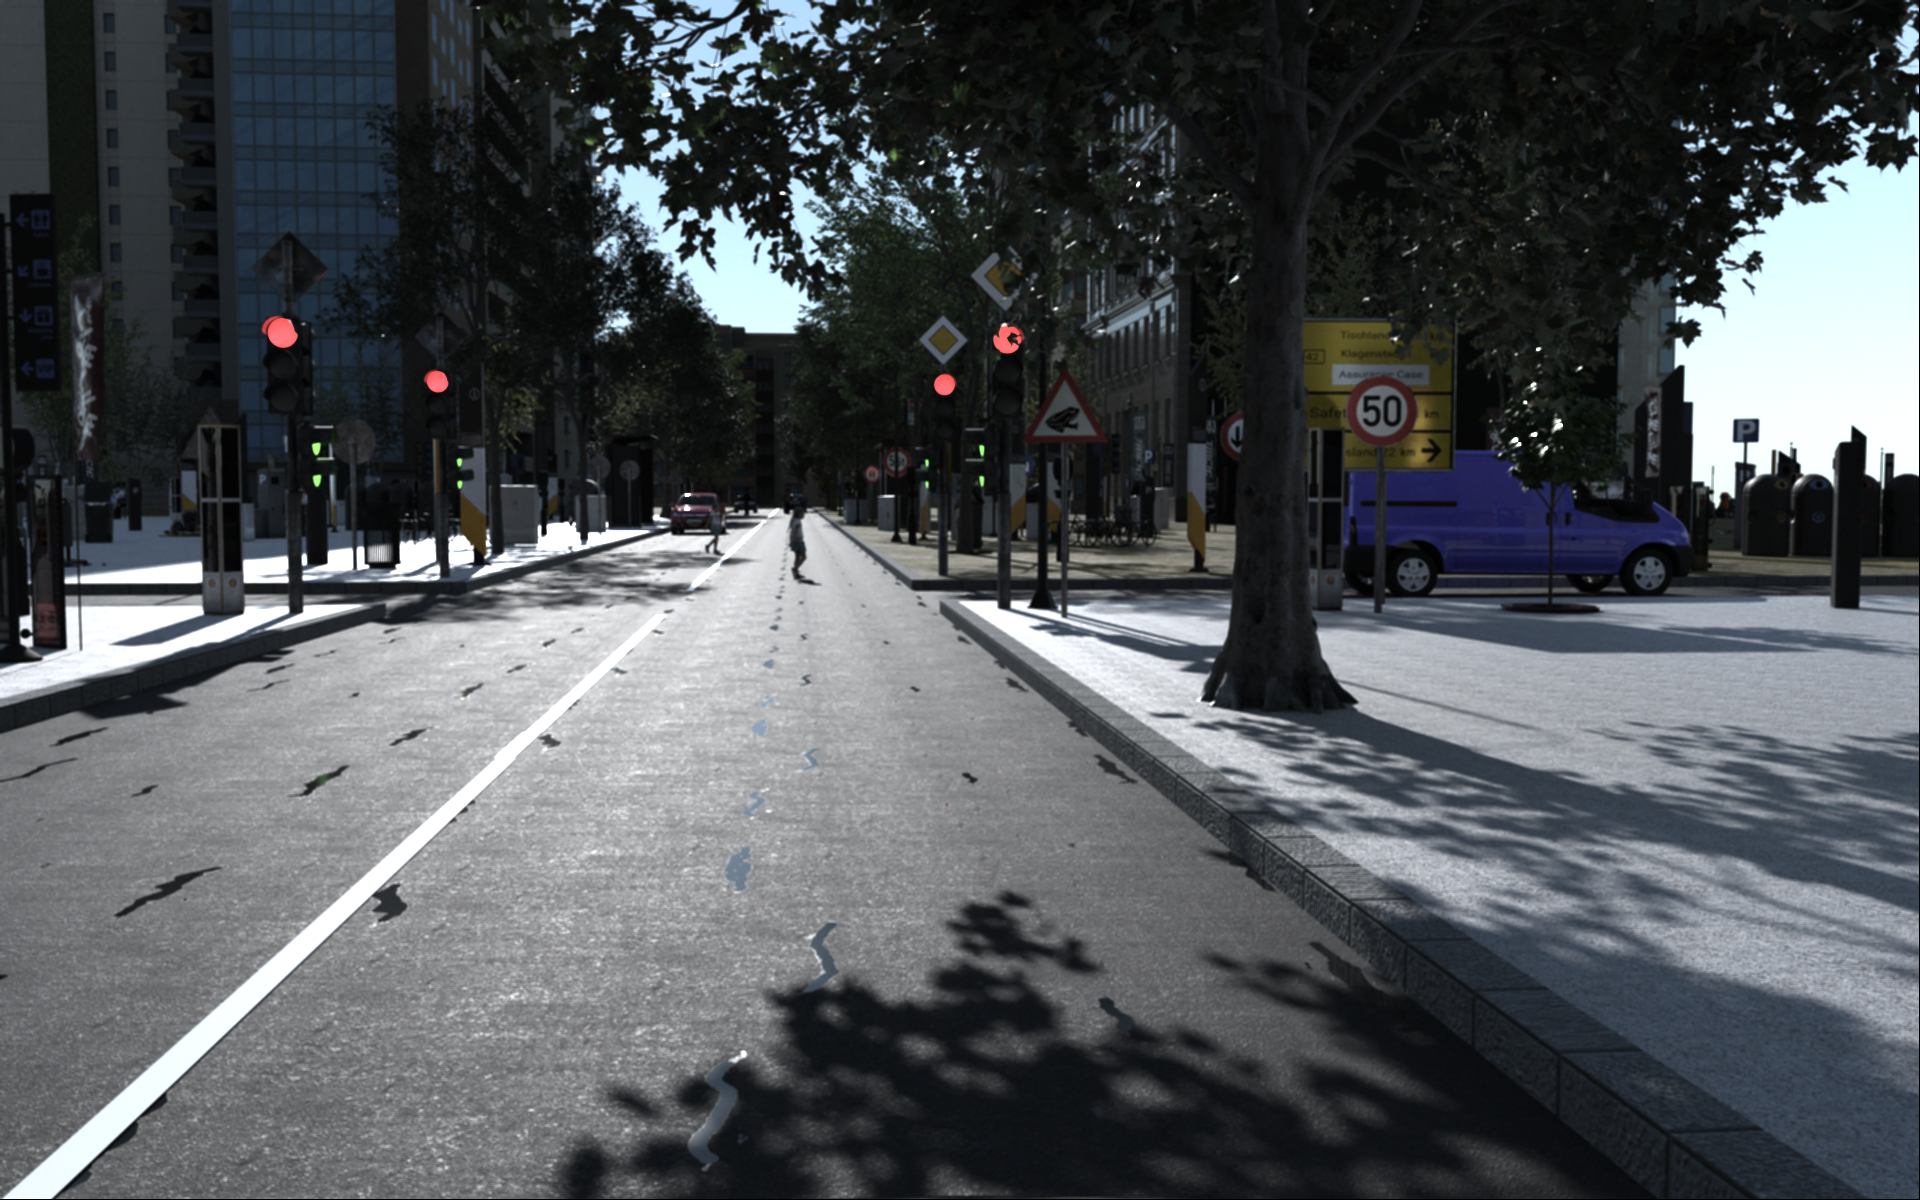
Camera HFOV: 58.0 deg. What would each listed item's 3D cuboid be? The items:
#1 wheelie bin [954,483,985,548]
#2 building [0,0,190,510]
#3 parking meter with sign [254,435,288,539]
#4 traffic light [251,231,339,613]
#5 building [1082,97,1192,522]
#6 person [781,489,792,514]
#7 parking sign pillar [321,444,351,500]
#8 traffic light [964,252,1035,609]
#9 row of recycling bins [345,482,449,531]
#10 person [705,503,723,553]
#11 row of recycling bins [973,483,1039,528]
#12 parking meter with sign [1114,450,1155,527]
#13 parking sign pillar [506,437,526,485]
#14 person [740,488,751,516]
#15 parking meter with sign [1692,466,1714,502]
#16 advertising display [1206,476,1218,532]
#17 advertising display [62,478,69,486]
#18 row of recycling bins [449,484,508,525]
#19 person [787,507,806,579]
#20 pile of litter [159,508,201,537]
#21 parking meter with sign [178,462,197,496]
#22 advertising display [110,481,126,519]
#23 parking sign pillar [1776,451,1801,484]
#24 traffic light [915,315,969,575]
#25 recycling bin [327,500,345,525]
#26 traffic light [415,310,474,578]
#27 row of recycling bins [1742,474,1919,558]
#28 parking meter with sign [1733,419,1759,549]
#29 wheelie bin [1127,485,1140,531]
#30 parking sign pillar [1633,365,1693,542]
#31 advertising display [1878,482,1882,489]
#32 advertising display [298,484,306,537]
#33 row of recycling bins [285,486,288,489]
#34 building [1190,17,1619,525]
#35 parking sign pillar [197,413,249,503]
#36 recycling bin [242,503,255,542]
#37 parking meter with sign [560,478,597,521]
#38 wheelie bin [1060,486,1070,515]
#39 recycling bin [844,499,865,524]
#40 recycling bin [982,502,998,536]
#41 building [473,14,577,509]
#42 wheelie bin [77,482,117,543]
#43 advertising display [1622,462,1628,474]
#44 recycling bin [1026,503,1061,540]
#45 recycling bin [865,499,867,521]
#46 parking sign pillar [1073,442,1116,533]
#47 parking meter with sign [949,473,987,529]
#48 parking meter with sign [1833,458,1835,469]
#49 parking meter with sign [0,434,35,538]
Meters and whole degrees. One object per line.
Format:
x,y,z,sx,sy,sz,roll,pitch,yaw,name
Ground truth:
0.206,-2.029,41.086,0.693,1.594,0.980,-1,4,-9,wheelie bin
-70.932,-37.019,147.256,28.212,58.520,21.231,0,4,-5,building
-20.051,-3.310,50.380,0.543,3.016,1.738,1,4,23,parking meter with sign
-7.148,-1.814,18.579,0.839,4.253,0.868,0,4,-5,traffic light
14.250,-17.936,90.520,12.463,27.353,25.104,0,4,-5,building
-12.432,-7.090,124.515,0.705,1.812,1.348,2,4,28,person
-29.770,-5.773,82.861,1.447,3.967,1.447,0,4,2,parking sign pillar
0.477,-1.859,19.322,0.839,4.253,0.868,0,4,-5,traffic light
-20.007,-3.296,61.010,3.534,1.692,1.069,1,4,9,row of recycling bins
-6.001,-1.763,42.342,0.382,1.210,0.505,2,4,23,person
1.779,-3.610,66.136,3.534,1.692,1.069,0,4,-8,row of recycling bins
6.804,-4.370,67.705,1.738,3.016,0.543,-3,5,-39,parking meter with sign
-21.166,-5.757,82.603,1.447,3.967,1.447,1,4,9,parking sign pillar
-14.289,-6.579,115.698,0.705,1.869,1.348,-3,4,-36,person
45.346,-6.739,106.447,1.738,3.016,0.543,1,4,23,parking meter with sign
8.329,-3.280,58.847,0.974,1.923,0.123,3,5,44,advertising display
-35.311,-3.860,68.328,0.123,1.923,0.974,-1,4,-15,advertising display
-19.916,-3.941,71.549,3.534,1.692,1.069,1,4,21,row of recycling bins
-2.826,-0.977,29.490,0.382,1.210,0.505,-2,4,-29,person
-23.347,-2.361,52.568,1.719,0.858,1.176,0,4,-6,pile of litter
-42.286,-6.093,95.879,1.738,3.016,0.543,-1,4,-19,parking meter with sign
-43.128,-5.099,88.576,0.123,1.923,0.974,2,4,31,advertising display
51.074,-7.239,106.825,1.447,3.967,1.447,-3,5,-44,parking sign pillar
-0.284,-2.346,27.271,0.839,4.253,0.868,0,4,-5,traffic light
-25.783,-3.615,71.658,0.722,1.027,0.722,-2,4,-24,recycling bin
-7.909,-2.300,26.528,0.839,4.253,0.868,0,4,-5,traffic light
17.991,-1.744,35.628,3.534,1.692,1.069,1,4,9,row of recycling bins
18.577,-2.730,40.897,0.543,3.016,1.738,2,4,27,parking meter with sign
6.116,-3.091,58.445,0.980,1.594,0.693,-3,4,-36,wheelie bin
14.964,-2.961,36.879,1.447,3.967,1.447,-1,4,-19,parking sign pillar
46.762,-5.122,88.953,0.974,1.923,0.123,2,4,29,advertising display
-19.778,-2.879,52.293,0.123,1.923,0.974,0,4,-1,advertising display
-33.480,-5.042,89.555,3.534,1.692,1.069,-2,4,-30,row of recycling bins
17.242,-14.723,70.403,12.332,23.373,15.834,0,4,-5,building
-24.027,-4.189,56.968,1.447,3.967,1.447,1,4,16,parking sign pillar
-19.576,-2.099,46.866,0.722,1.027,0.722,0,4,-2,recycling bin
-17.901,-5.208,81.405,1.738,3.016,0.543,-2,4,-30,parking meter with sign
3.948,-3.739,69.040,0.980,1.594,0.693,2,4,34,wheelie bin
-4.615,-3.813,74.894,0.722,1.027,0.722,-1,4,-12,recycling bin
0.776,-2.519,53.739,0.722,1.027,0.722,-2,4,-26,recycling bin
-45.383,-32.179,149.825,21.600,48.544,21.300,0,4,-5,building
-22.735,-2.311,45.687,0.980,1.594,0.693,-1,4,-16,wheelie bin
13.090,-1.839,35.284,0.974,1.923,0.123,3,5,44,advertising display
2.334,-2.188,48.327,0.722,1.027,0.722,-3,5,-41,recycling bin
-4.822,-4.229,81.697,0.722,1.027,0.722,1,4,21,recycling bin
4.433,-4.183,56.870,1.447,3.967,1.447,1,4,13,parking sign pillar
0.148,-4.172,64.479,1.738,3.016,0.543,0,4,-1,parking meter with sign
42.798,-5.307,83.025,0.543,3.016,1.738,-2,4,-33,parking meter with sign
-27.889,-3.335,50.795,1.738,3.016,0.543,2,4,28,parking meter with sign
